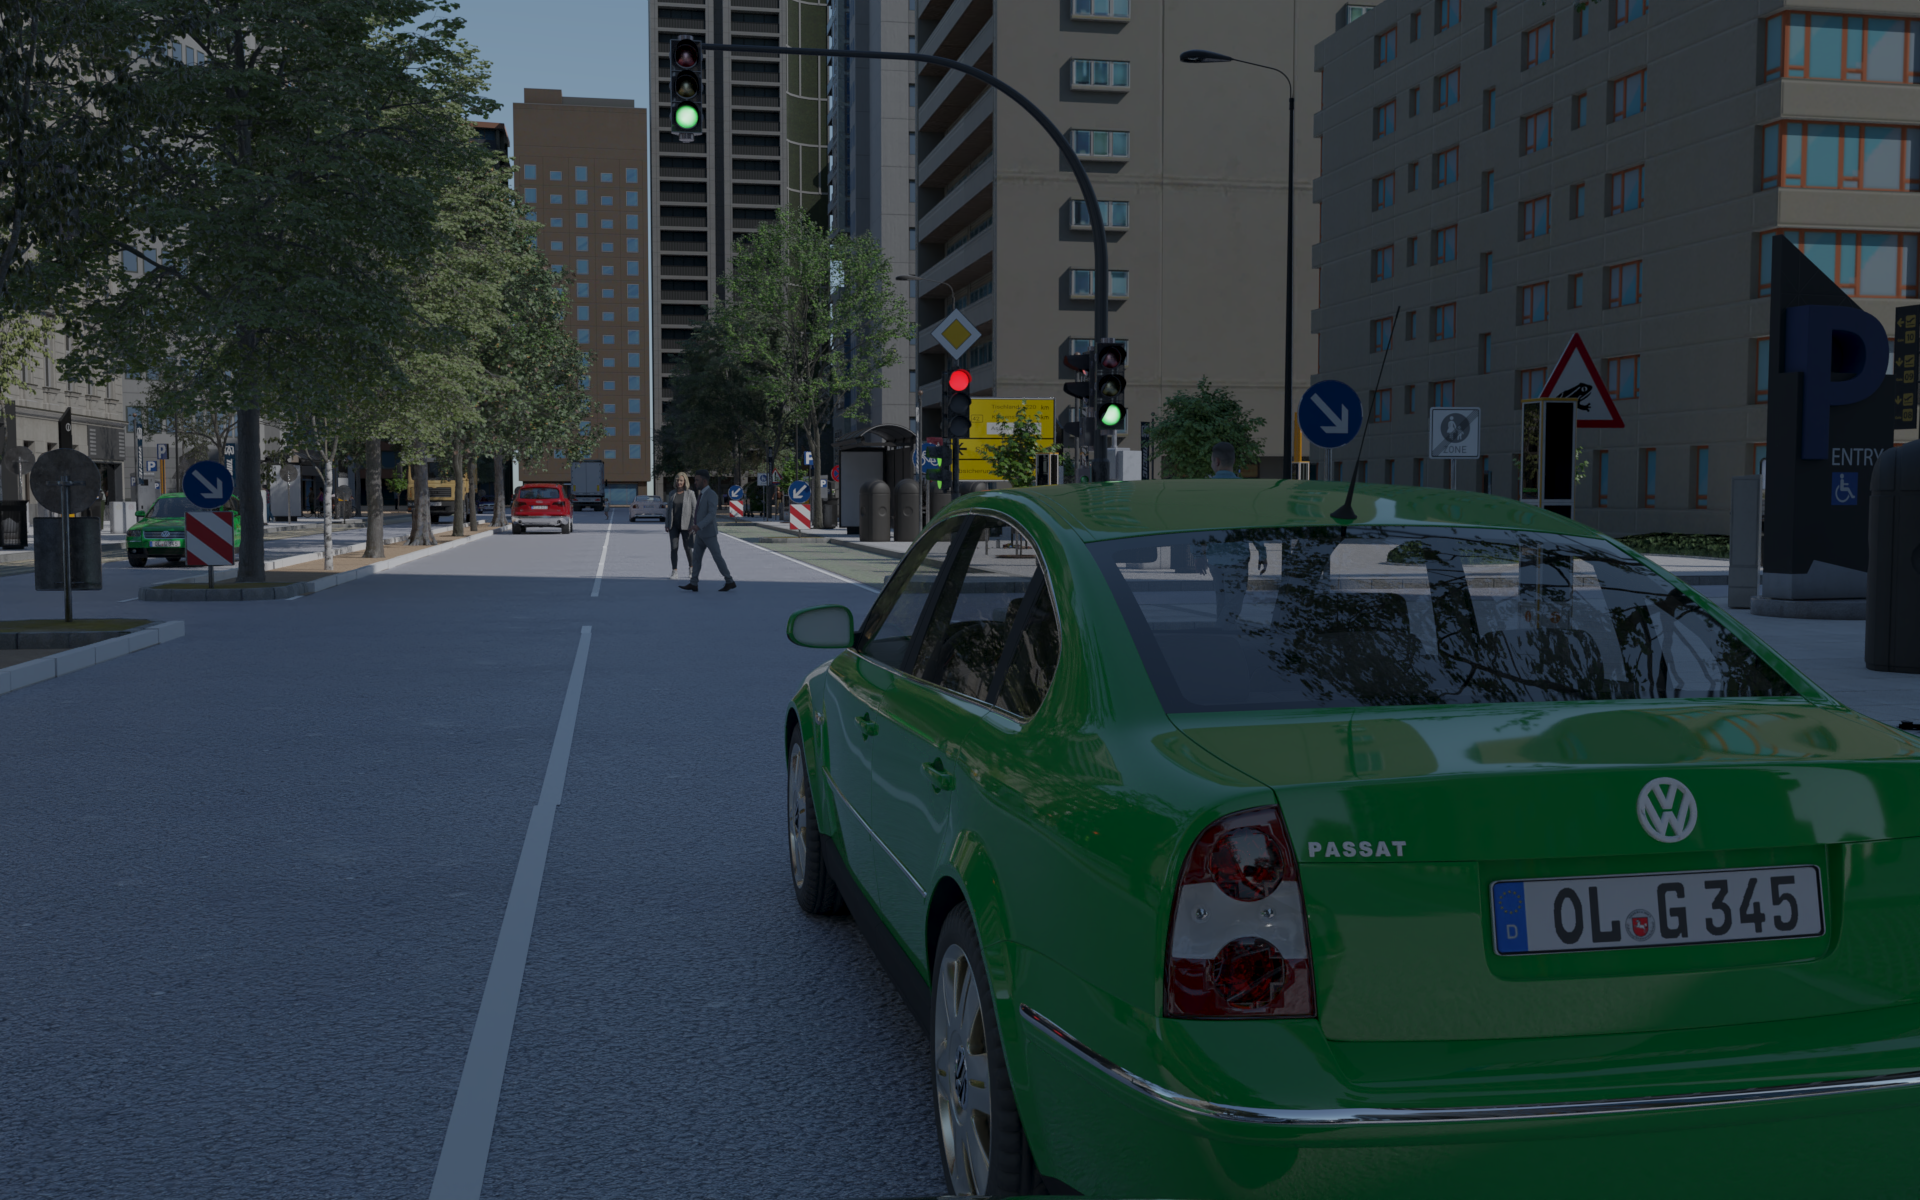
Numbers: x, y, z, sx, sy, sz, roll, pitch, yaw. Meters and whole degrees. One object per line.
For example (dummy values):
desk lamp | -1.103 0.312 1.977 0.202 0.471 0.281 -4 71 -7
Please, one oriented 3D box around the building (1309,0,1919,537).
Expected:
building | 30.493 -12.926 56.380 28.899 21.520 27.650 -1 4 -11

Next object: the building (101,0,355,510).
building | -67.280 -37.002 146.980 28.212 58.520 21.231 -1 4 -11

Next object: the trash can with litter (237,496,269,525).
trash can with litter | -29.407 -3.678 71.189 2.233 1.210 1.678 -3 4 -36

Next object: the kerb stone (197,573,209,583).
kerb stone | -11.971 -0.301 27.215 0.120 0.150 1.000 -1 4 -11

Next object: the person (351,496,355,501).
person | -49.566 -8.037 140.665 0.599 1.433 0.991 3 5 42

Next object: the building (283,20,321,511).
building | -55.993 -29.207 127.646 14.600 45.320 14.200 -1 4 -11

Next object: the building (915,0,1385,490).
building | 10.015 -28.316 86.671 21.300 48.544 21.600 -1 4 -11

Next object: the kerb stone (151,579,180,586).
kerb stone | -11.574 -0.184 25.198 0.120 0.150 1.000 -1 4 -11

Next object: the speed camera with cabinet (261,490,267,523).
speed camera with cabinet | -31.461 -4.978 75.729 2.038 3.252 0.660 -1 4 -23

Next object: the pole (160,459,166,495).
pole | -35.377 -5.078 76.872 0.158 3.312 0.155 0 3 0

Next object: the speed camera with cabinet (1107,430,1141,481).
speed camera with cabinet | 3.683 -2.449 34.385 0.660 3.252 2.038 -3 5 -41

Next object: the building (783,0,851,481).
building | -3.264 -51.406 153.153 22.319 86.520 31.000 -1 4 -11

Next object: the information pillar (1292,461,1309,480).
information pillar | 7.675 -2.121 39.170 0.304 2.012 0.304 -2 4 -31

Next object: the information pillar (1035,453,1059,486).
information pillar | 1.549 -1.616 30.909 0.304 2.012 0.304 2 4 34

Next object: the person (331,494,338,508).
person | -45.657 -7.172 126.489 0.628 1.438 0.799 -2 4 -30

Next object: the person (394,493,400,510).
person | -46.101 -8.301 141.753 0.705 1.826 1.348 -2 4 -28

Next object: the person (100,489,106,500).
person | -32.313 -3.582 64.595 0.794 1.824 0.713 -2 4 -35

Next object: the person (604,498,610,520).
person | -19.704 -5.106 97.002 0.382 1.210 0.505 -3 5 -40

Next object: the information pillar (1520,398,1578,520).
information pillar | 4.536 -0.544 13.389 0.304 2.012 0.304 -1 4 -12

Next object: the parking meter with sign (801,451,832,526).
parking meter with sign | -5.716 -4.526 70.253 0.543 3.016 1.738 -2 4 -32

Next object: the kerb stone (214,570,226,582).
kerb stone | -12.171 -0.367 28.220 0.120 0.150 1.000 -1 4 -11

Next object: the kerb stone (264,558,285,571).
kerb stone | -13.166 -0.672 33.241 0.120 0.150 1.000 -1 4 -11

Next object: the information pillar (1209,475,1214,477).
information pillar | 7.472 -3.700 51.854 0.183 3.616 0.504 -2 4 -34

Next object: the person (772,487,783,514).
person | -11.489 -6.330 110.053 0.721 1.766 1.217 3 5 44

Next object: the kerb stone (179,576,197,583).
kerb stone | -11.777 -0.246 26.211 0.120 0.150 1.000 -1 4 -11

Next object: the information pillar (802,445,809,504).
information pillar | -7.297 -5.530 81.773 0.504 3.616 0.183 3 5 44

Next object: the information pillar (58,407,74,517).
information pillar | -23.860 -3.358 46.259 0.183 3.616 0.504 0 4 5

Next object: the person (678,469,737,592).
person | -3.700 -1.017 25.401 0.850 1.792 0.678 -2 4 -28

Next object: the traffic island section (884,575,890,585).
traffic island section | -0.042 -0.252 26.403 2.009 0.180 2.903 -1 4 -11

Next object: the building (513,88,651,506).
building | -42.447 -33.358 195.520 14.200 45.320 14.600 -1 4 -11

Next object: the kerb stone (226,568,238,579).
kerb stone | -12.369 -0.426 29.224 0.120 0.150 1.000 -1 4 -11

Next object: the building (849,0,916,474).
building | 2.606 -35.648 124.848 21.231 58.520 28.212 -1 4 -11

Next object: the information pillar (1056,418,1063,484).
information pillar | 2.881 -3.666 51.292 0.183 3.616 0.504 -2 4 -32

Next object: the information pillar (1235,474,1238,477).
information pillar | 9.441 -3.400 60.077 0.304 2.012 0.304 -2 4 -30

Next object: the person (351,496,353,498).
person | -42.321 -6.877 119.003 1.217 1.766 0.721 -1 4 -21

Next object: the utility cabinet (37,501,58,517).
utility cabinet | -36.991 -3.613 70.242 0.306 1.237 1.020 0 4 1

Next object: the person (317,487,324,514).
person | -42.180 -6.570 114.141 0.721 1.739 1.217 0 4 -5

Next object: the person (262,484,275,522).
person | -31.594 -4.412 79.016 0.643 1.720 0.563 -2 4 -30

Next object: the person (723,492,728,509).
person | -20.470 -8.680 151.201 0.421 1.427 0.697 -1 4 -22

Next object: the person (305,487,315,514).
person | -41.905 -6.417 111.680 0.721 1.735 1.217 0 4 2

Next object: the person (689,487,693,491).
person | -15.269 -5.503 98.244 0.755 1.850 0.659 1 4 11

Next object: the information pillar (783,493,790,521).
information pillar | -8.146 -4.707 81.453 0.304 2.012 0.304 0 4 -1

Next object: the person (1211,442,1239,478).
person | 2.030 -0.320 13.587 0.748 1.841 0.638 -3 5 -39

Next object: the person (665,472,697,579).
person | -4.642 -1.264 29.357 0.709 1.800 0.728 1 4 14

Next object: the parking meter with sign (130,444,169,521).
parking meter with sign | -27.916 -3.844 59.109 0.543 3.016 1.738 2 4 31

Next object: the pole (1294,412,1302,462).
pole | 8.410 -3.016 43.153 0.158 3.312 0.155 0 3 0

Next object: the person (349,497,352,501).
person | -42.430 -6.881 120.014 0.593 1.643 0.415 0 4 5

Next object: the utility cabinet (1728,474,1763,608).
utility cabinet | 8.955 -0.678 19.767 0.318 1.500 1.173 2 4 26

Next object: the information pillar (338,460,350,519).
information pillar | -31.471 -5.936 88.413 0.504 3.616 0.183 -2 4 -23

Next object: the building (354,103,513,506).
building | -65.474 -33.082 195.516 28.867 44.769 22.147 -1 4 -11

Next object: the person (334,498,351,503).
person | -36.684 -5.734 103.055 1.065 1.426 0.557 0 4 -6

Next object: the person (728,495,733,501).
person | -20.679 -9.201 156.343 0.599 1.838 0.709 3 5 42

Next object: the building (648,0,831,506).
building | -25.499 -46.675 201.394 20.611 71.187 20.563 -1 4 -11

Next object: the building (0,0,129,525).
building | -45.313 -17.622 64.539 17.030 29.872 44.131 -1 4 -11

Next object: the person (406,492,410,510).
person | -43.404 -7.931 136.260 0.434 1.755 0.990 0 4 5

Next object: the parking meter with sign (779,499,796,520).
parking meter with sign | -7.940 -5.363 83.941 1.738 3.016 0.543 1 4 22
